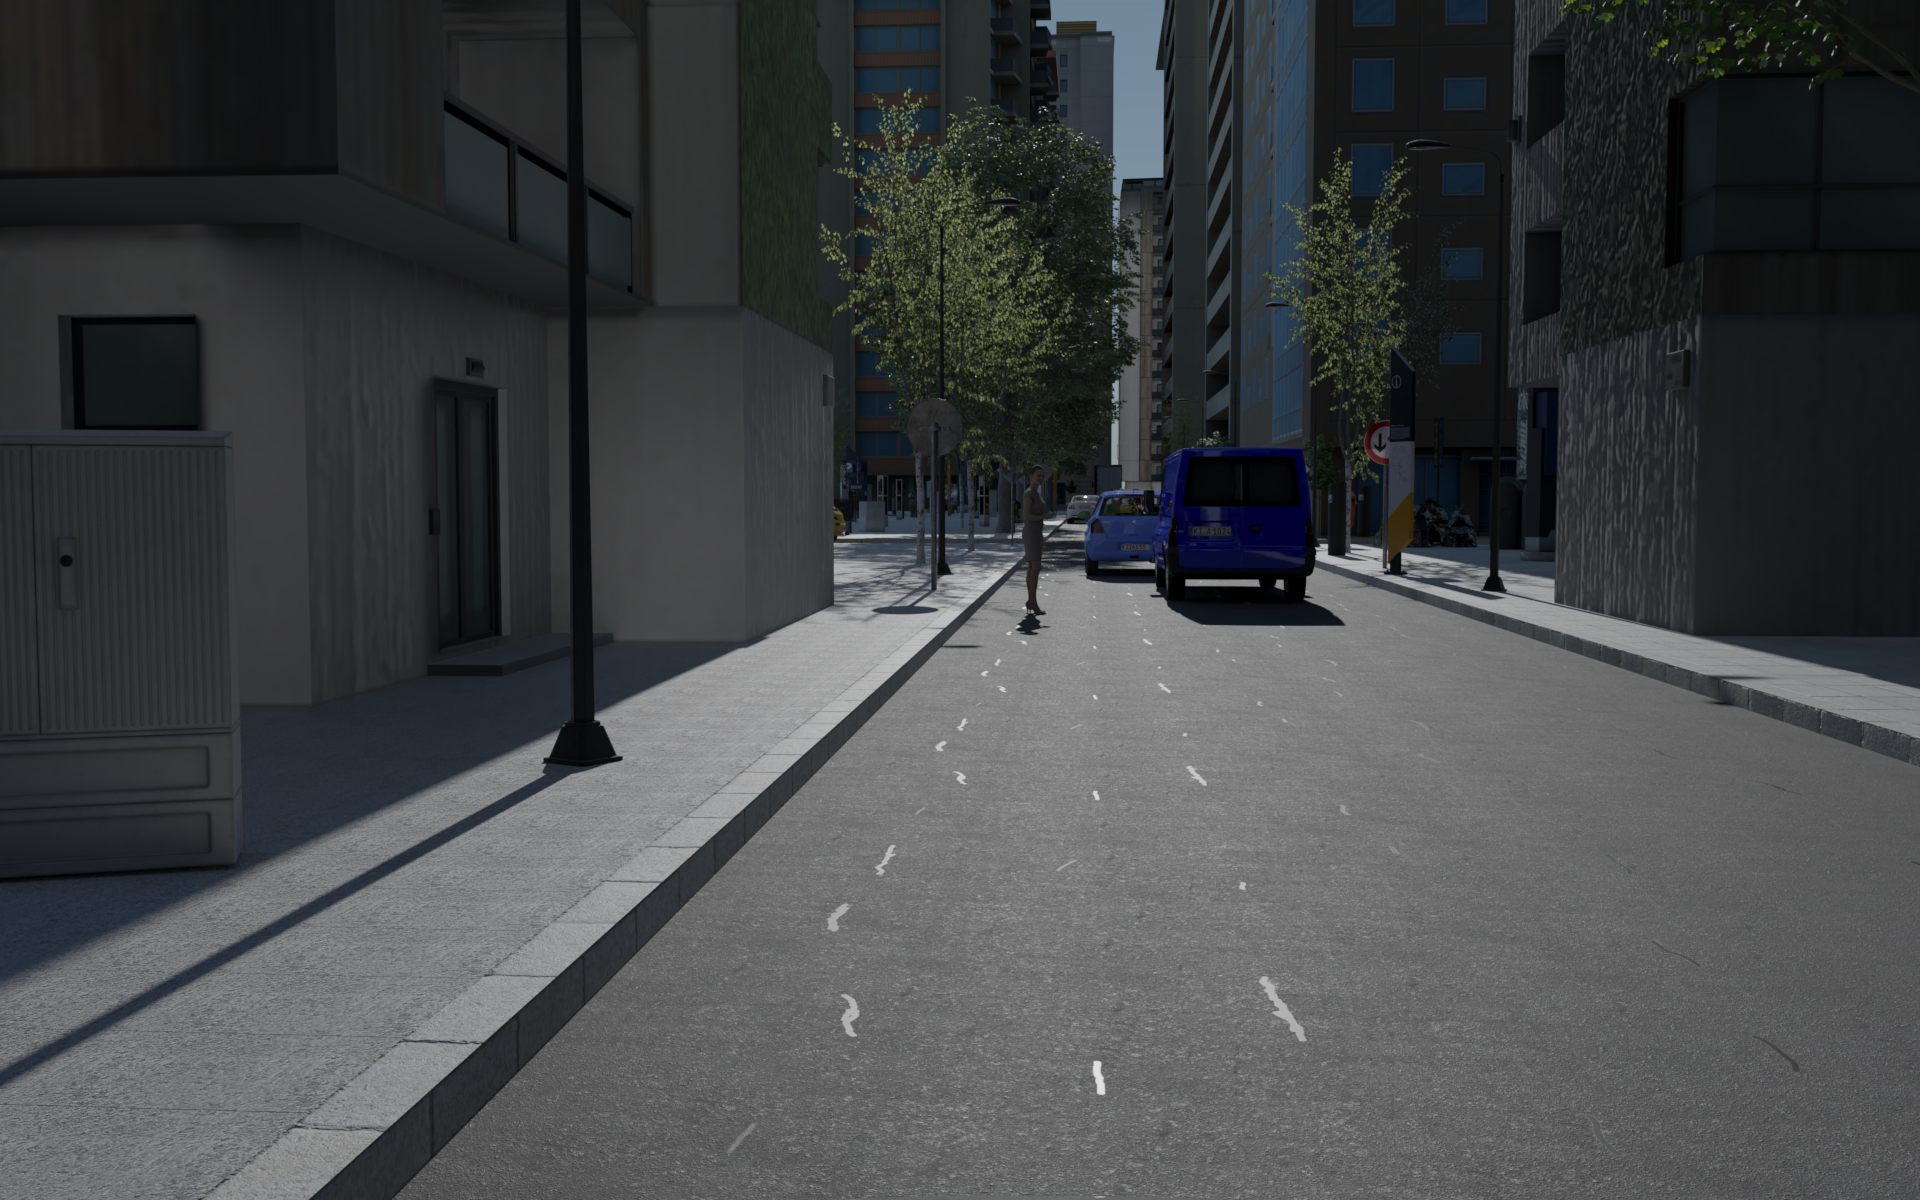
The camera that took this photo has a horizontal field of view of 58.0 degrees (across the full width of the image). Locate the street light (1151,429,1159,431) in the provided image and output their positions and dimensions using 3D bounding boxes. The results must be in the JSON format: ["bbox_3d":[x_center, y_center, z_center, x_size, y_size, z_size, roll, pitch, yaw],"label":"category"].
[{"bbox_3d":[14.400,-9.292,124.459,1.470,5.913,1.316,0,4,4],"label":"street light"}]

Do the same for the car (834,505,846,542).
[{"bbox_3d":[-5.254,-2.381,49.149,3.980,1.641,2.015,0,4,5],"label":"car"}]

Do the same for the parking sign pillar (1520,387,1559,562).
[{"bbox_3d":[11.549,-2.739,33.257,1.447,3.967,1.447,-1,4,-21],"label":"parking sign pillar"}]

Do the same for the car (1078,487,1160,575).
[{"bbox_3d":[3.137,-1.357,31.785,1.945,1.707,3.694,0,4,3],"label":"car"}]

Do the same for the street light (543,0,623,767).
[{"bbox_3d":[-1.271,-2.174,8.094,1.470,5.913,1.316,0,4,4],"label":"street light"}]

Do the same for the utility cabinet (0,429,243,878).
[{"bbox_3d":[-3.071,0.175,5.816,1.173,1.500,0.318,-1,4,-18],"label":"utility cabinet"}]

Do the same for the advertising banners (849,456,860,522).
[{"bbox_3d":[-4.778,-5.078,79.207,0.090,3.025,2.074,0,4,3],"label":"advertising banners"}]

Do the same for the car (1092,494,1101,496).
[{"bbox_3d":[10.868,-7.620,136.594,2.014,1.417,4.499,0,4,3],"label":"car"}]

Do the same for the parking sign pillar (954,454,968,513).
[{"bbox_3d":[0.304,-7.936,118.231,1.447,3.967,1.447,2,4,26],"label":"parking sign pillar"}]

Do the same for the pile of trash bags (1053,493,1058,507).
[{"bbox_3d":[5.071,-6.419,114.699,3.447,1.369,1.912,-3,4,-38],"label":"pile of trash bags"}]

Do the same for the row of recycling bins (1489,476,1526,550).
[{"bbox_3d":[13.638,-1.965,39.239,1.069,1.692,3.534,-3,5,-43],"label":"row of recycling bins"}]

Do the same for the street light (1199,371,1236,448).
[{"bbox_3d":[9.809,-5.668,65.207,1.470,5.913,1.316,0,4,4],"label":"street light"}]

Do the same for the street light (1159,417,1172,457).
[{"bbox_3d":[12.910,-8.044,104.065,1.470,5.913,1.316,0,4,4],"label":"street light"}]

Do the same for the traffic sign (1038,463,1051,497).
[{"bbox_3d":[3.322,-4.314,70.643,0.768,2.556,0.104,1,4,9],"label":"traffic sign"}]

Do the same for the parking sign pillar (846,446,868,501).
[{"bbox_3d":[-5.845,-6.639,97.021,1.447,3.967,1.447,2,4,27],"label":"parking sign pillar"}]

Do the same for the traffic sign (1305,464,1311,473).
[{"bbox_3d":[8.234,-2.391,42.739,0.795,2.450,0.064,0,4,4],"label":"traffic sign"}]

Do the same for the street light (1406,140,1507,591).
[{"bbox_3d":[6.547,-3.077,22.854,1.470,5.913,1.316,0,4,4],"label":"street light"}]

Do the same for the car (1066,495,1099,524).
[{"bbox_3d":[6.240,-4.466,85.380,2.083,1.381,4.827,0,4,6],"label":"car"}]

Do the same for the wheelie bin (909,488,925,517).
[{"bbox_3d":[-2.406,-5.333,95.097,0.980,1.594,0.693,-3,5,-44],"label":"wheelie bin"}]

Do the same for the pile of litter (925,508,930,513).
[{"bbox_3d":[-2.008,-6.468,119.722,1.176,0.858,1.719,3,5,43],"label":"pile of litter"}]

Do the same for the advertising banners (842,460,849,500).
[{"bbox_3d":[-5.624,-5.694,89.286,0.090,3.025,2.074,1,4,22],"label":"advertising banners"}]

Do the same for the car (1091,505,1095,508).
[{"bbox_3d":[6.108,-3.504,67.513,2.015,1.641,3.980,0,4,5],"label":"car"}]

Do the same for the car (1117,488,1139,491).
[{"bbox_3d":[11.366,-6.637,117.192,2.281,1.827,5.304,0,4,4],"label":"car"}]

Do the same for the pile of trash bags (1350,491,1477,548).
[{"bbox_3d":[10.685,-1.978,42.088,3.447,1.369,1.912,-1,4,-9],"label":"pile of trash bags"}]

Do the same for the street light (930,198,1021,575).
[{"bbox_3d":[0.250,-3.352,27.342,1.470,5.913,1.316,0,4,4],"label":"street light"}]

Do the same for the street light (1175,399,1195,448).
[{"bbox_3d":[11.303,-6.861,84.724,1.470,5.913,1.316,0,4,4],"label":"street light"}]

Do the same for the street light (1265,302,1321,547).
[{"bbox_3d":[8.094,-4.254,42.100,1.470,5.913,1.316,0,4,4],"label":"street light"}]

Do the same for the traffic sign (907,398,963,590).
[{"bbox_3d":[-0.349,-1.407,23.106,0.768,2.556,0.104,1,4,13],"label":"traffic sign"}]

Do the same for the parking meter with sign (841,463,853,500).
[{"bbox_3d":[-6.266,-6.038,94.989,0.543,3.016,1.738,0,4,6],"label":"parking meter with sign"}]

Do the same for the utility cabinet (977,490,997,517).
[{"bbox_3d":[1.480,-5.295,95.252,1.173,1.500,0.318,-3,5,-41],"label":"utility cabinet"}]

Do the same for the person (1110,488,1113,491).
[{"bbox_3d":[9.204,-5.897,105.191,0.678,1.792,0.850,1,4,18],"label":"person"}]

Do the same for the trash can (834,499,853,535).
[{"bbox_3d":[-3.693,-2.606,54.265,0.748,1.137,0.748,0,3,0],"label":"trash can"}]

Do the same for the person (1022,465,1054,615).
[{"bbox_3d":[0.928,-0.731,20.786,0.374,1.781,0.599,1,4,15],"label":"person"}]

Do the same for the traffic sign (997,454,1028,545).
[{"bbox_3d":[1.311,-2.425,43.290,0.795,2.450,0.064,0,4,4],"label":"traffic sign"}]

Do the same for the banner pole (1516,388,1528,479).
[{"bbox_3d":[11.655,-2.786,35.572,0.401,3.779,0.863,-1,4,-15],"label":"banner pole"}]

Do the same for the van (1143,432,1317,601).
[{"bbox_3d":[3.835,-1.262,25.016,2.240,2.365,5.245,0,4,4],"label":"van"}]

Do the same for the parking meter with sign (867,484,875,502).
[{"bbox_3d":[-6.781,-7.998,127.031,0.543,3.016,1.738,2,4,25],"label":"parking meter with sign"}]

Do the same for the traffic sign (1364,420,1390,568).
[{"bbox_3d":[7.346,-1.821,29.875,0.768,2.556,0.104,1,4,9],"label":"traffic sign"}]

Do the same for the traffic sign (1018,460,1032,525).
[{"bbox_3d":[1.924,-2.912,51.252,0.795,2.450,0.064,0,4,4],"label":"traffic sign"}]

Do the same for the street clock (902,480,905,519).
[{"bbox_3d":[-2.986,-5.209,89.733,0.358,2.002,0.471,0,4,3],"label":"street clock"}]

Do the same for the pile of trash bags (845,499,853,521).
[{"bbox_3d":[-6.757,-4.463,82.714,1.912,1.369,3.447,3,5,42],"label":"pile of trash bags"}]

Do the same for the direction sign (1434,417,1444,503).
[{"bbox_3d":[14.171,-3.629,51.331,0.379,3.537,0.876,0,4,0],"label":"direction sign"}]
